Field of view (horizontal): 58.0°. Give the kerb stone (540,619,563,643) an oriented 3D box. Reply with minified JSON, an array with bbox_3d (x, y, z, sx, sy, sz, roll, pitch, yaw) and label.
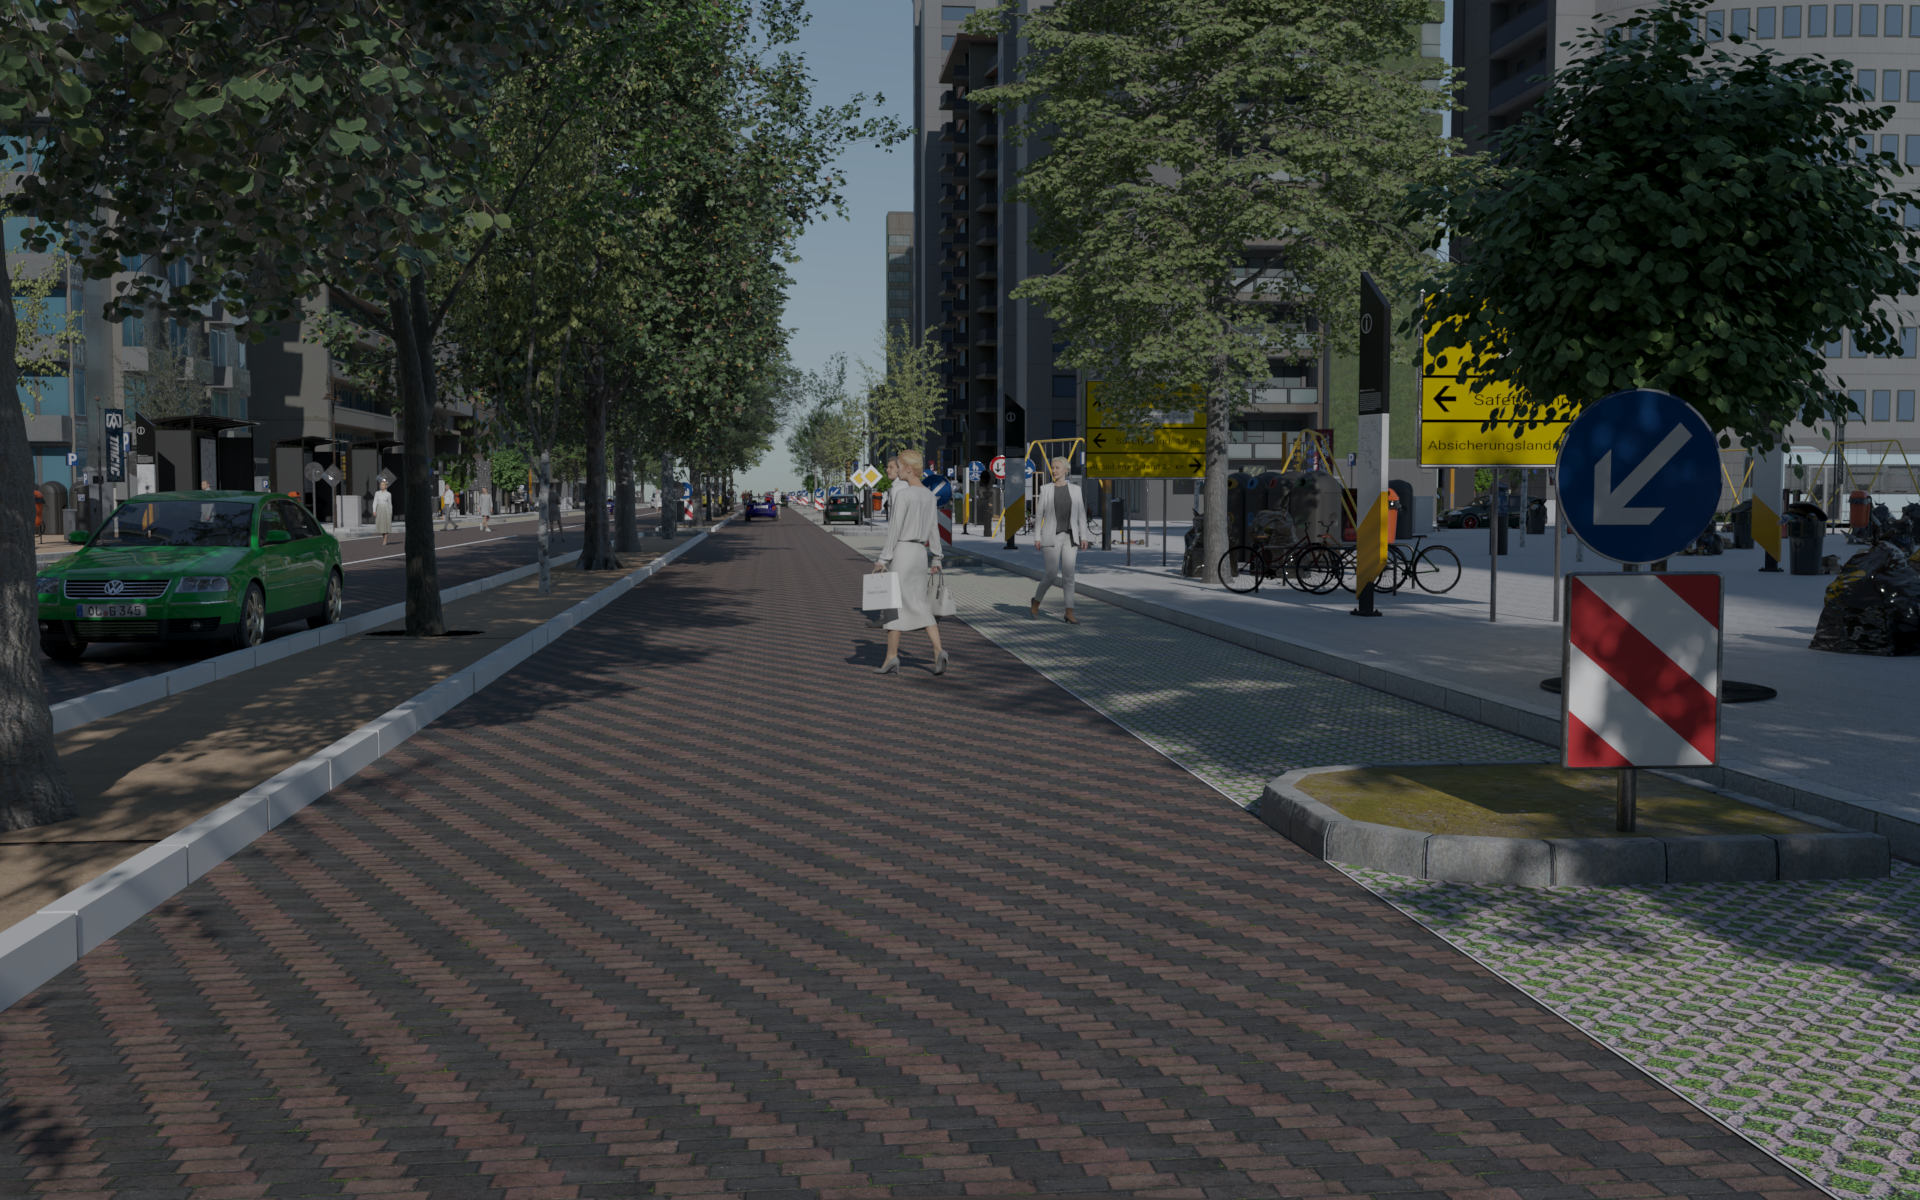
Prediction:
[{"bbox_3d":[-4.046,0.320,17.024,0.120,0.150,1.000,0,4,-6],"label":"kerb stone"}]

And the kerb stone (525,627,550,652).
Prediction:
[{"bbox_3d":[-3.939,0.382,16.001,0.120,0.150,1.000,0,4,-6],"label":"kerb stone"}]

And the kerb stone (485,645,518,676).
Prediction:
[{"bbox_3d":[-3.718,0.503,13.965,0.120,0.150,1.000,0,4,-6],"label":"kerb stone"}]

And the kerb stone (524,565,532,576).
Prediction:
[{"bbox_3d":[-7.590,-0.480,30.037,0.120,0.150,1.000,0,4,-6],"label":"kerb stone"}]

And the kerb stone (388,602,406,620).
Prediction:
[{"bbox_3d":[-6.479,0.145,19.839,0.120,0.150,1.000,0,4,-6],"label":"kerb stone"}]

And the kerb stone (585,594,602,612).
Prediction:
[{"bbox_3d":[-4.498,0.068,21.089,0.120,0.150,1.000,0,4,-6],"label":"kerb stone"}]

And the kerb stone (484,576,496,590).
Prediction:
[{"bbox_3d":[-7.137,-0.229,25.947,0.120,0.150,1.000,0,4,-6],"label":"kerb stone"}]

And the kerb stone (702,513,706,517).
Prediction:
[{"bbox_3d":[-16.900,-5.685,115.147,0.120,0.150,1.000,0,4,-6],"label":"kerb stone"}]

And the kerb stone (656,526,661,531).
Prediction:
[{"bbox_3d":[-11.783,-2.815,68.270,0.120,0.150,1.000,0,4,-6],"label":"kerb stone"}]

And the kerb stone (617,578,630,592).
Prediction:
[{"bbox_3d":[-4.940,-0.182,25.165,0.120,0.150,1.000,0,4,-6],"label":"kerb stone"}]

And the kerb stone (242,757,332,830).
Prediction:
[{"bbox_3d":[-3.054,0.877,7.862,0.120,0.150,1.000,0,4,-6],"label":"kerb stone"}]

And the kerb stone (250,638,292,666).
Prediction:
[{"bbox_3d":[-5.912,0.458,14.749,0.120,0.150,1.000,0,4,-6],"label":"kerb stone"}]

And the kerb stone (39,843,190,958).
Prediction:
[{"bbox_3d":[-2.831,1.001,5.826,0.120,0.150,1.000,0,4,-6],"label":"kerb stone"}]

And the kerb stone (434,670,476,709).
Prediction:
[{"bbox_3d":[-3.501,0.628,11.929,0.120,0.150,1.000,0,4,-6],"label":"kerb stone"}]

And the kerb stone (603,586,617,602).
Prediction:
[{"bbox_3d":[-4.721,-0.057,23.127,0.120,0.150,1.000,0,4,-6],"label":"kerb stone"}]

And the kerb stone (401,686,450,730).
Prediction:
[{"bbox_3d":[-3.388,0.690,10.913,0.120,0.150,1.000,0,4,-6],"label":"kerb stone"}]

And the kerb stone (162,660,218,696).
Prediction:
[{"bbox_3d":[-5.692,0.585,12.713,0.120,0.150,1.000,0,4,-6],"label":"kerb stone"}]

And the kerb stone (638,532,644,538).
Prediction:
[{"bbox_3d":[-10.604,-2.162,57.551,0.120,0.150,1.000,0,4,-6],"label":"kerb stone"}]

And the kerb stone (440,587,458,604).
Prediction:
[{"bbox_3d":[-6.816,-0.042,22.888,0.120,0.150,1.000,0,4,-6],"label":"kerb stone"}]

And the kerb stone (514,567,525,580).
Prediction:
[{"bbox_3d":[-7.468,-0.417,29.012,0.120,0.150,1.000,0,4,-6],"label":"kerb stone"}]

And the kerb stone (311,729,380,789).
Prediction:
[{"bbox_3d":[-3.160,0.816,8.879,0.120,0.150,1.000,0,4,-6],"label":"kerb stone"}]

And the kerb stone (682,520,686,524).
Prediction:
[{"bbox_3d":[-13.438,-3.753,83.553,0.120,0.150,1.000,0,4,-6],"label":"kerb stone"}]

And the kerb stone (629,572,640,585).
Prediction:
[{"bbox_3d":[-5.167,-0.306,27.197,0.120,0.150,1.000,0,4,-6],"label":"kerb stone"}]

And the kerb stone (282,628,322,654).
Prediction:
[{"bbox_3d":[-6.030,0.393,15.774,0.120,0.150,1.000,0,4,-6],"label":"kerb stone"}]

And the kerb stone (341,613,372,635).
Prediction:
[{"bbox_3d":[-6.247,0.268,17.807,0.120,0.150,1.000,0,4,-6],"label":"kerb stone"}]

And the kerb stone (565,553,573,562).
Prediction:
[{"bbox_3d":[-8.252,-0.852,36.164,0.120,0.150,1.000,0,4,-6],"label":"kerb stone"}]

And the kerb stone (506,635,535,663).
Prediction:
[{"bbox_3d":[-3.833,0.441,14.984,0.120,0.150,1.000,0,4,-6],"label":"kerb stone"}]

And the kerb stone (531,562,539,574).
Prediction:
[{"bbox_3d":[-7.705,-0.542,31.053,0.120,0.150,1.000,0,4,-6],"label":"kerb stone"}]

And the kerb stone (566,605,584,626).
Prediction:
[{"bbox_3d":[-4.277,0.192,19.055,0.120,0.150,1.000,0,4,-6],"label":"kerb stone"}]

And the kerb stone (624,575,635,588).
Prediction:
[{"bbox_3d":[-5.051,-0.242,26.181,0.120,0.150,1.000,0,4,-6],"label":"kerb stone"}]

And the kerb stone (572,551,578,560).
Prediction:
[{"bbox_3d":[-8.367,-0.915,37.180,0.120,0.150,1.000,0,4,-6],"label":"kerb stone"}]

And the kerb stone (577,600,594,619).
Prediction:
[{"bbox_3d":[-4.384,0.130,20.072,0.120,0.150,1.000,0,4,-6],"label":"kerb stone"}]

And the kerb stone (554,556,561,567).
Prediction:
[{"bbox_3d":[-8.030,-0.729,34.115,0.120,0.150,1.000,0,4,-6],"label":"kerb stone"}]

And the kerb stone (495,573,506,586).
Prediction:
[{"bbox_3d":[-7.245,-0.289,26.970,0.120,0.150,1.000,0,4,-6],"label":"kerb stone"}]

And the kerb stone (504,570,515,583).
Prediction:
[{"bbox_3d":[-7.363,-0.354,27.986,0.120,0.150,1.000,0,4,-6],"label":"kerb stone"}]

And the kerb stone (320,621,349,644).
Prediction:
[{"bbox_3d":[-6.137,0.339,16.791,0.120,0.150,1.000,0,4,-6],"label":"kerb stone"}]

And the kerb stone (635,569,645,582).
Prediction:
[{"bbox_3d":[-5.269,-0.368,28.214,0.120,0.150,1.000,0,4,-6],"label":"kerb stone"}]

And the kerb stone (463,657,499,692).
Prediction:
[{"bbox_3d":[-3.604,0.566,12.950,0.120,0.150,1.000,0,4,-6],"label":"kerb stone"}]

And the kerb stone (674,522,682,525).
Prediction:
[{"bbox_3d":[-13.114,-3.561,80.502,0.120,0.150,1.000,0,4,-6],"label":"kerb stone"}]

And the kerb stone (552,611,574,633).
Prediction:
[{"bbox_3d":[-4.168,0.254,18.039,0.120,0.150,1.000,0,4,-6],"label":"kerb stone"}]

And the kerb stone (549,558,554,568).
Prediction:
[{"bbox_3d":[-7.927,-0.665,33.098,0.120,0.150,1.000,0,4,-6],"label":"kerb stone"}]

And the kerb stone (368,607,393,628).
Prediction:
[{"bbox_3d":[-6.362,0.206,18.823,0.120,0.150,1.000,0,4,-6],"label":"kerb stone"}]

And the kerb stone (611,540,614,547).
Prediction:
[{"bbox_3d":[-9.594,-1.595,48.388,0.120,0.150,1.000,0,4,-6],"label":"kerb stone"}]

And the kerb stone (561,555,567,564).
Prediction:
[{"bbox_3d":[-8.144,-0.786,35.142,0.120,0.150,1.000,0,4,-6],"label":"kerb stone"}]

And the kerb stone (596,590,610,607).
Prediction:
[{"bbox_3d":[-4.605,0.005,22.112,0.120,0.150,1.000,0,4,-6],"label":"kerb stone"}]

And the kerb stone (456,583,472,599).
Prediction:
[{"bbox_3d":[-6.922,-0.104,23.905,0.120,0.150,1.000,0,4,-6],"label":"kerb stone"}]

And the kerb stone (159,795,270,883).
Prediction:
[{"bbox_3d":[-2.944,0.942,6.842,0.120,0.150,1.000,0,4,-6],"label":"kerb stone"}]

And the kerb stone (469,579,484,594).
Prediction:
[{"bbox_3d":[-7.037,-0.167,24.921,0.120,0.150,1.000,0,4,-6],"label":"kerb stone"}]

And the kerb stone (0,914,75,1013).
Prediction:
[{"bbox_3d":[-2.715,1.063,4.808,0.120,0.150,1.000,0,4,-6],"label":"kerb stone"}]

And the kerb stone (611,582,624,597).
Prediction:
[{"bbox_3d":[-4.828,-0.115,24.149,0.120,0.150,1.000,0,4,-6],"label":"kerb stone"}]

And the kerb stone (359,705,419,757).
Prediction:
[{"bbox_3d":[-3.271,0.752,9.897,0.120,0.150,1.000,0,4,-6],"label":"kerb stone"}]

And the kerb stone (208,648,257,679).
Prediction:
[{"bbox_3d":[-5.804,0.518,13.733,0.120,0.150,1.000,0,4,-6],"label":"kerb stone"}]

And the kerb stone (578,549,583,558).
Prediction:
[{"bbox_3d":[-8.480,-0.979,38.196,0.120,0.150,1.000,0,4,-6],"label":"kerb stone"}]
